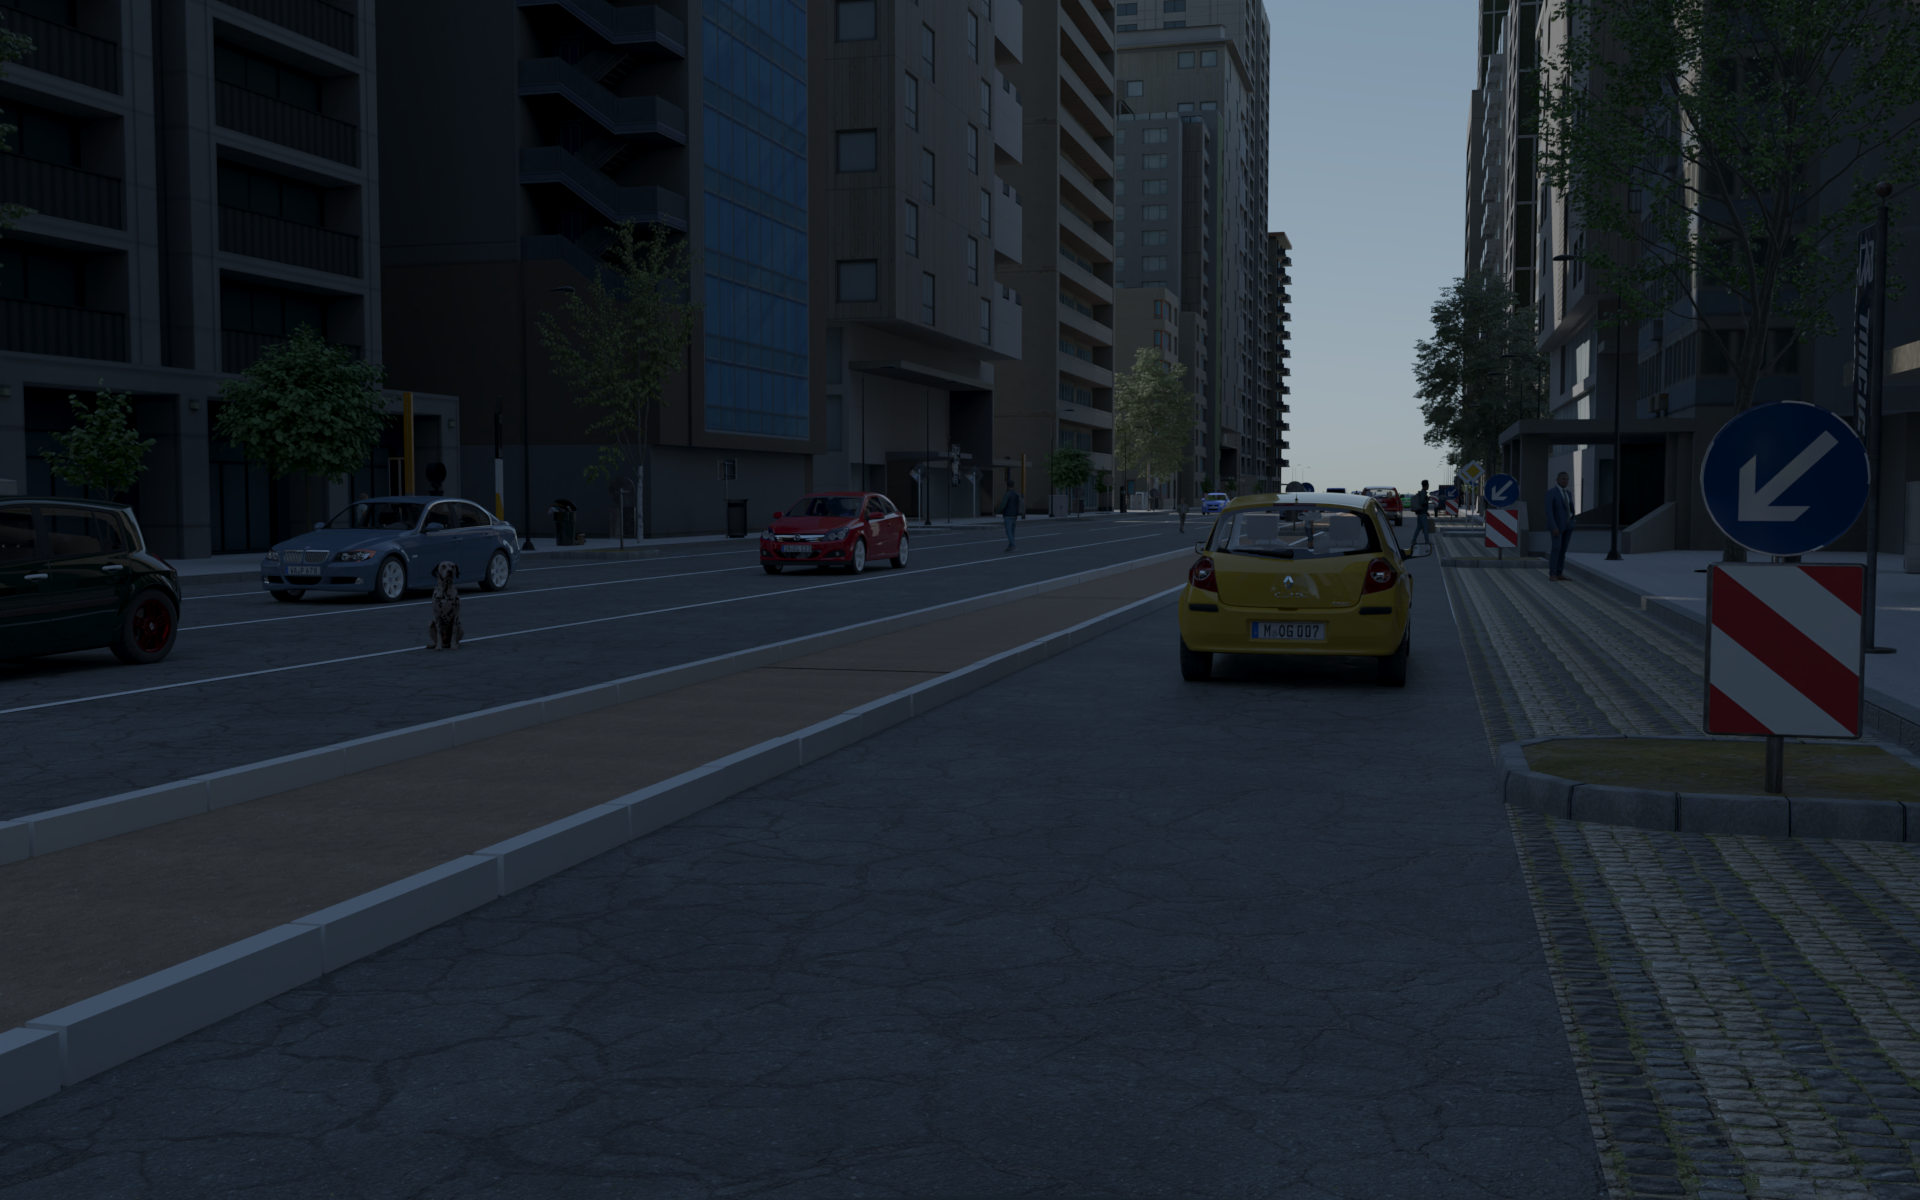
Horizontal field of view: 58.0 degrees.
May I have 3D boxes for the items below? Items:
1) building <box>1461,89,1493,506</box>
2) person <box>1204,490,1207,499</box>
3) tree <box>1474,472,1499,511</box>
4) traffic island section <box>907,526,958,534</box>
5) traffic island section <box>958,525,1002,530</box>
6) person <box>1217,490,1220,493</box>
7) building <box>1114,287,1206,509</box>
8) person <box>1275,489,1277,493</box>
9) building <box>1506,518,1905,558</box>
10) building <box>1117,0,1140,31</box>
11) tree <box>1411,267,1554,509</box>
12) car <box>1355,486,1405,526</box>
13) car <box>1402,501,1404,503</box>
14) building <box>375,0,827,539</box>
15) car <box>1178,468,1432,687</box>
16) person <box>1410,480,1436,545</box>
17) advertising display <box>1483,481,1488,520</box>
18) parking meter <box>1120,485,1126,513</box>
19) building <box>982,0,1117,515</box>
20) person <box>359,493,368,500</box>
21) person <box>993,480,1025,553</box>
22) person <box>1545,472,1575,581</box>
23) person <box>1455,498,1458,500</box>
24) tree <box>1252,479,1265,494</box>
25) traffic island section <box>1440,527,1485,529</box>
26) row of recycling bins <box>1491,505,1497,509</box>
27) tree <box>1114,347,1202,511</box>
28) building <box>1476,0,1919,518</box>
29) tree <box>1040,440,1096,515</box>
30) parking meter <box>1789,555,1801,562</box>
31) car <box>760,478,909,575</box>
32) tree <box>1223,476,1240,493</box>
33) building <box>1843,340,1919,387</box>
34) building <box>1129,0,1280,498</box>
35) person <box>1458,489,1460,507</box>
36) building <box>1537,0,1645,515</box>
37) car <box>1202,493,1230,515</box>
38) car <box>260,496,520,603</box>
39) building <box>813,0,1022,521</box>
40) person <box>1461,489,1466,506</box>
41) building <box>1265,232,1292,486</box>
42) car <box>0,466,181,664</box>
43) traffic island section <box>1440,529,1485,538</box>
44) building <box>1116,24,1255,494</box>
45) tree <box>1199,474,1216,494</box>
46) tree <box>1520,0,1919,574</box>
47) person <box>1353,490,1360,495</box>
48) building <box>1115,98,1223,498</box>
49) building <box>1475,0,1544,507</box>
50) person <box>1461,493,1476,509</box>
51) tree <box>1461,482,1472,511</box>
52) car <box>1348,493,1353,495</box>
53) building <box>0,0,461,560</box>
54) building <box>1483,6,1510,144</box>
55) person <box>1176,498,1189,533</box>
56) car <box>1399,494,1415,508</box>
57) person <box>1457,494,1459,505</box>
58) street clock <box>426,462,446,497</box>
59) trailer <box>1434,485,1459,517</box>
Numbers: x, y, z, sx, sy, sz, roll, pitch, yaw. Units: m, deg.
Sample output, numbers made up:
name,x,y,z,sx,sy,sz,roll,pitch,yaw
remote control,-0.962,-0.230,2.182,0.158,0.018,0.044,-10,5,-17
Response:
name,x,y,z,sx,sy,sz,roll,pitch,yaw
building,68.426,-35.019,196.259,21.300,48.544,21.600,1,4,15
person,20.562,-8.339,145.554,0.721,1.736,1.217,1,4,10
tree,32.351,-6.728,104.604,1.663,3.219,1.824,0,3,0
traffic island section,-1.507,-2.486,62.930,2.009,0.180,2.903,1,4,15
traffic island section,0.548,-2.958,70.647,2.009,0.180,2.903,1,4,15
person,26.780,-10.523,178.810,0.721,1.743,1.217,3,5,45
building,7.431,-19.408,162.358,27.650,21.520,28.899,1,4,15
person,26.205,-8.255,143.557,1.350,1.814,0.705,-1,4,-15
building,29.934,-21.307,40.243,32.217,40.220,23.993,1,4,15
building,31.637,-48.843,236.832,20.563,71.187,20.611,1,4,15
tree,29.760,-11.623,96.690,9.857,13.997,8.962,0,3,0
car,19.277,-4.337,79.587,2.281,1.827,5.304,1,4,13
car,24.161,-5.388,98.313,2.015,1.641,3.980,1,4,16
building,-13.455,-24.862,56.612,14.200,45.320,14.600,1,4,15
car,2.897,-0.260,14.468,2.015,1.641,3.980,1,4,15
person,12.577,-2.354,46.977,0.713,1.824,0.794,2,4,25
advertising display,26.385,-4.998,86.935,0.123,1.923,0.974,1,4,11
parking meter,10.945,-6.777,116.511,0.255,1.863,0.399,3,4,36
building,-1.681,-30.250,118.285,21.300,48.544,21.600,1,4,15
person,-12.831,-1.643,37.147,0.306,1.304,0.590,2,4,23
person,1.243,-2.063,42.574,0.721,1.781,0.623,2,4,33
person,9.866,-1.213,28.512,0.721,1.800,0.419,-3,4,-38
person,55.047,-11.156,191.704,1.065,1.426,0.557,-3,5,-40
tree,37.696,-13.717,218.870,1.663,3.219,1.824,0,3,0
traffic island section,19.239,-2.655,65.684,2.009,0.180,2.903,1,4,15
row of recycling bins,27.285,-4.872,86.774,1.069,1.692,3.534,2,4,24
tree,14.820,-13.219,134.255,7.486,12.596,7.792,0,3,0
building,51.863,-25.920,115.674,32.217,40.220,23.993,1,4,15
tree,6.500,-7.373,104.263,4.285,4.588,4.351,0,3,0
parking meter,15.594,-1.641,32.545,0.255,1.863,0.399,-3,5,-41
car,-2.293,-1.420,32.257,2.155,1.783,4.494,1,4,15
tree,29.135,-11.739,186.540,1.663,3.219,1.824,0,3,0
building,18.324,-21.433,5.061,22.147,44.769,28.867,1,4,15
building,37.204,-50.084,257.123,20.563,71.187,20.611,1,4,15
person,48.017,-9.750,166.172,0.721,1.735,1.217,1,4,14
building,38.971,-29.551,72.397,27.495,52.752,28.713,1,4,15
car,17.977,-6.841,121.445,1.945,1.707,3.694,1,4,15
car,-7.909,-0.760,24.431,2.014,1.417,4.499,1,4,15
building,-12.306,-30.466,87.361,28.713,52.752,27.495,1,4,15
person,52.690,-10.759,181.972,1.348,1.822,0.705,1,4,13
building,42.215,-38.392,282.331,22.147,44.769,28.867,1,4,15
car,-7.972,-0.226,13.478,2.009,1.686,4.222,1,4,15
traffic island section,17.185,-2.183,57.967,2.009,0.180,2.903,1,4,15
building,18.811,-37.547,203.130,28.713,52.752,27.495,1,4,15
tree,24.038,-10.584,167.650,1.663,3.219,1.824,0,3,0
tree,12.667,-6.229,27.605,9.928,11.665,9.643,0,3,0
person,39.226,-9.951,171.333,1.348,1.807,0.705,1,4,22
building,19.502,-30.407,180.751,14.154,41.232,14.086,1,4,15
building,76.212,-48.275,227.546,20.563,71.187,20.611,1,4,15
person,44.188,-8.836,150.506,1.348,1.824,0.705,2,4,31
tree,40.069,-8.586,134.975,1.663,3.219,1.824,0,3,0
car,39.739,-10.305,177.534,2.155,1.783,4.494,1,4,16
building,-23.577,-36.785,39.681,20.563,71.187,20.611,1,4,15
building,63.085,-33.689,170.431,23.786,49.044,30.456,1,4,15
person,8.183,-3.105,63.536,0.475,1.303,0.640,-1,4,-14
car,38.575,-8.602,149.434,1.959,1.807,4.718,1,4,15
person,50.975,-10.251,176.877,0.599,1.433,0.991,0,4,-2
street clock,-11.820,-2.113,39.120,0.358,2.002,0.471,1,4,19
trailer,30.313,-6.166,107.866,1.471,1.999,3.904,1,4,16
